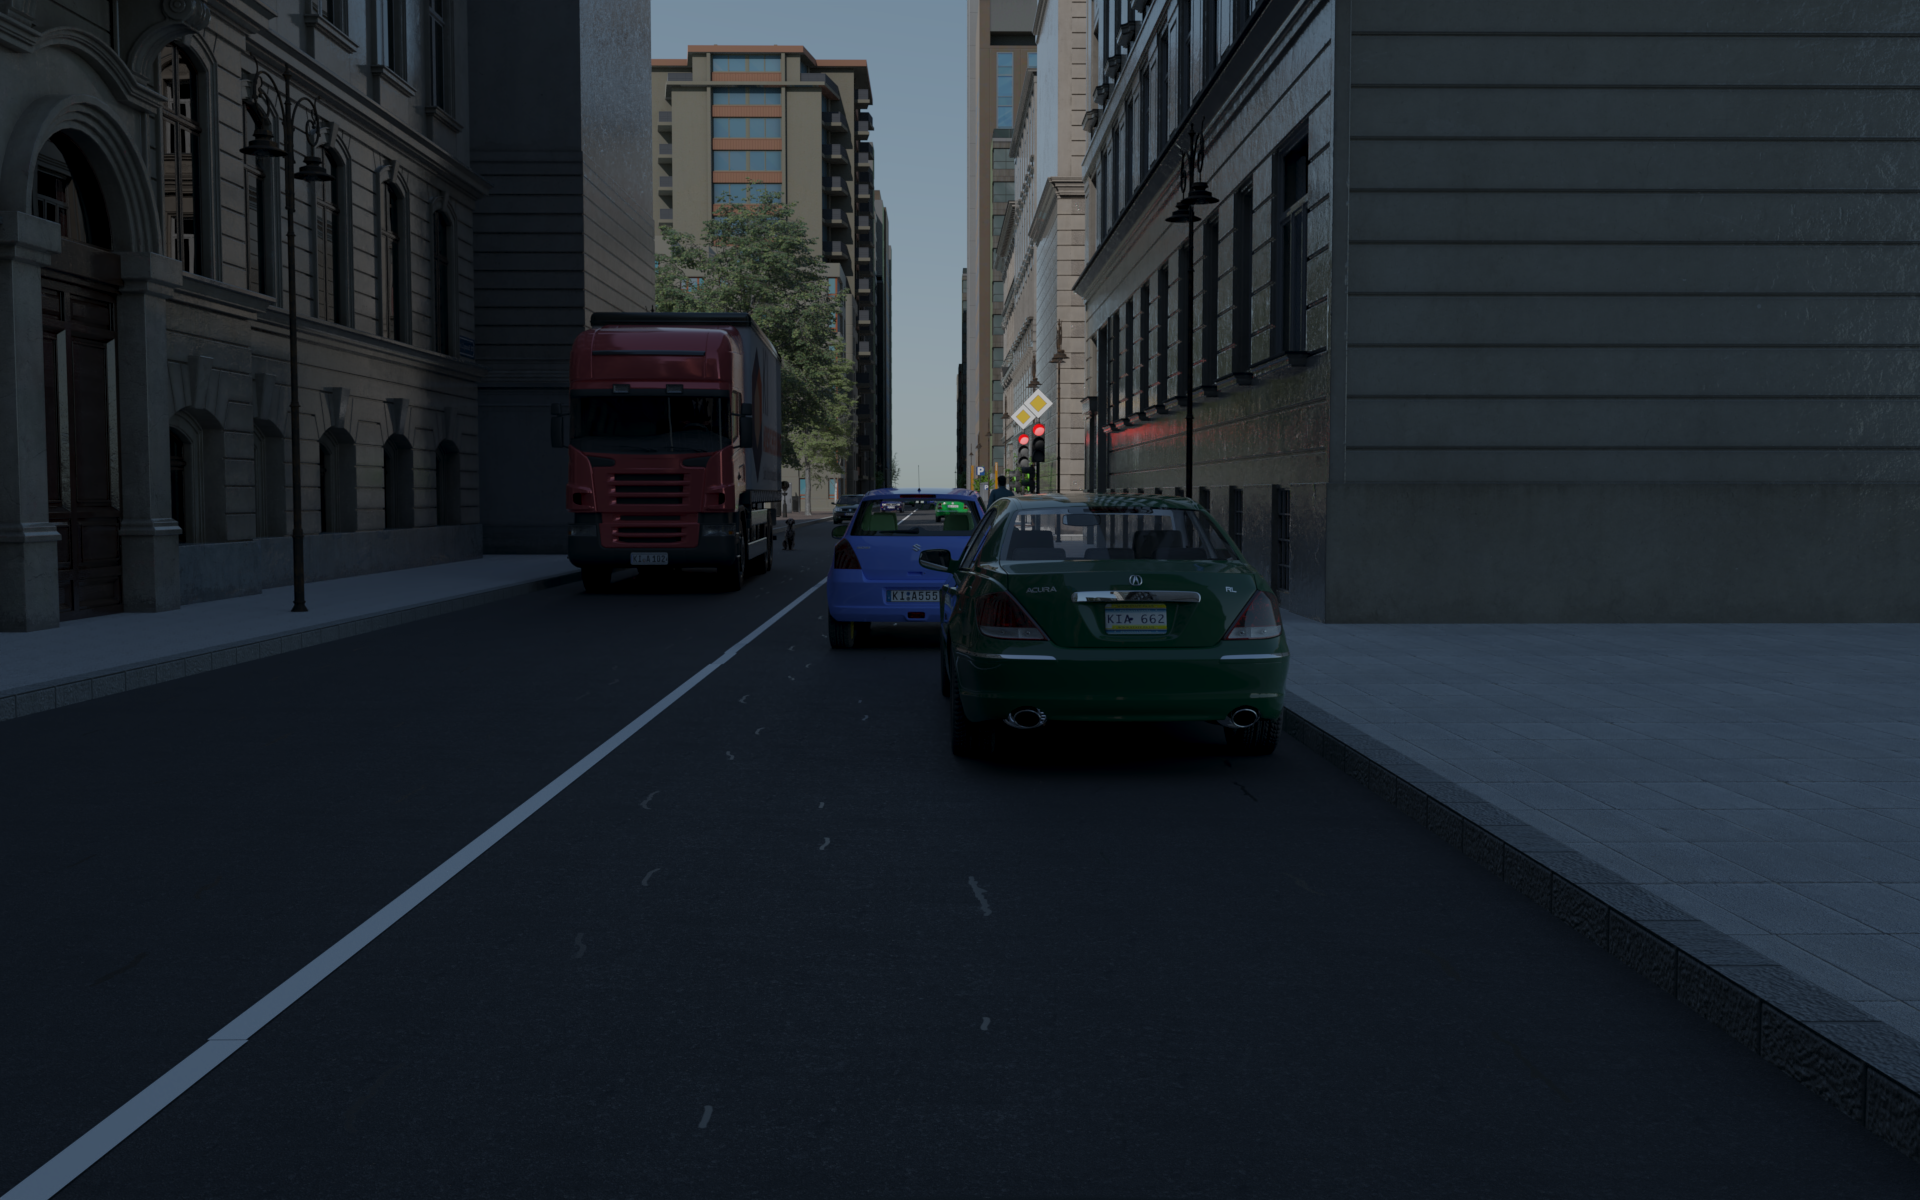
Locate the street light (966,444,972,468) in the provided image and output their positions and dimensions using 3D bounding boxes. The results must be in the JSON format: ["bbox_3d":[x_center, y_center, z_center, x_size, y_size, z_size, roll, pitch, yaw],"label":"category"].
[{"bbox_3d":[1.019,-11.277,157.174,0.468,5.910,1.993,0,4,-1],"label":"street light"}]

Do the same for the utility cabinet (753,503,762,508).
[{"bbox_3d":[-8.316,-3.612,67.728,1.173,1.500,0.318,-1,4,-9],"label":"utility cabinet"}]

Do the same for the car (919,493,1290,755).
[{"bbox_3d":[0.807,0.051,10.964,2.131,1.459,4.920,0,4,-2],"label":"car"}]

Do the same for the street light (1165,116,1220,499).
[{"bbox_3d":[2.886,-2.993,21.719,0.468,5.910,1.993,0,4,-1],"label":"street light"}]

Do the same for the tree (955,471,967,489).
[{"bbox_3d":[0.947,-14.005,212.687,4.285,4.588,4.351,0,3,0],"label":"tree"}]

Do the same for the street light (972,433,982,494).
[{"bbox_3d":[1.396,-9.811,133.193,0.468,5.910,1.993,0,4,-1],"label":"street light"}]

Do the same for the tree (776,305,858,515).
[{"bbox_3d":[-9.471,-11.376,104.121,7.486,12.596,7.792,0,3,0],"label":"tree"}]

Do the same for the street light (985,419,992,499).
[{"bbox_3d":[1.735,-8.068,104.706,0.468,5.910,1.993,0,4,-1],"label":"street light"}]

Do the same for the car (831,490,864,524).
[{"bbox_3d":[-5.186,-4.522,83.717,2.009,1.686,4.222,0,4,0],"label":"car"}]

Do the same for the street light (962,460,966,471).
[{"bbox_3d":[0.729,-12.763,181.461,0.468,5.910,1.993,0,4,-1],"label":"street light"}]

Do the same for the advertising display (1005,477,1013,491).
[{"bbox_3d":[1.811,-3.621,64.416,0.123,1.923,0.974,-1,4,-8],"label":"advertising display"}]

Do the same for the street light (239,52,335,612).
[{"bbox_3d":[-7.211,-2.810,18.733,0.468,5.910,1.993,0,4,-1],"label":"street light"}]

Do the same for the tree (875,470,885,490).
[{"bbox_3d":[-10.578,-13.645,206.816,4.285,4.588,4.351,0,3,0],"label":"tree"}]

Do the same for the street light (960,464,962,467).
[{"bbox_3d":[0.373,-14.236,205.545,0.468,5.910,1.993,0,4,-1],"label":"street light"}]

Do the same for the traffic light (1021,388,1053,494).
[{"bbox_3d":[2.062,-3.504,46.215,0.839,4.253,0.868,0,4,-1],"label":"traffic light"}]

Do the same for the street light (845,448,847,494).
[{"bbox_3d":[-8.623,-9.668,130.851,0.468,5.910,1.993,0,4,-1],"label":"street light"}]

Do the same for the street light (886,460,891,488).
[{"bbox_3d":[-10.065,-16.206,237.761,0.468,5.910,1.993,0,4,-1],"label":"street light"}]

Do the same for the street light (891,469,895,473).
[{"bbox_3d":[-10.391,-17.660,261.534,0.468,5.910,1.993,0,4,-1],"label":"street light"}]

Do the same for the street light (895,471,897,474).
[{"bbox_3d":[-10.665,-19.114,285.308,0.468,5.910,1.993,0,4,-1],"label":"street light"}]

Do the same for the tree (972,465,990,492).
[{"bbox_3d":[1.527,-7.385,115.342,1.663,3.219,1.824,0,3,0],"label":"tree"}]

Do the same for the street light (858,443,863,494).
[{"bbox_3d":[-8.921,-11.122,154.624,0.468,5.910,1.993,0,4,-1],"label":"street light"}]

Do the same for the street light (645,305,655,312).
[{"bbox_3d":[-7.515,-4.264,42.506,0.468,5.910,1.993,0,4,-1],"label":"street light"}]

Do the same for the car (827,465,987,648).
[{"bbox_3d":[-0.358,-0.477,17.387,1.945,1.707,3.694,0,4,1],"label":"car"}]

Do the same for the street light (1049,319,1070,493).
[{"bbox_3d":[2.617,-4.469,45.854,0.468,5.910,1.993,0,4,-1],"label":"street light"}]

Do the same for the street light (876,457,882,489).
[{"bbox_3d":[-9.832,-14.752,213.987,0.468,5.910,1.993,0,4,-1],"label":"street light"}]

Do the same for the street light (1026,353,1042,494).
[{"bbox_3d":[2.417,-5.136,56.767,0.468,5.910,1.993,0,4,-1],"label":"street light"}]

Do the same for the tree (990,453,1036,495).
[{"bbox_3d":[2.417,-4.544,68.894,1.663,3.219,1.824,0,3,0],"label":"tree"}]

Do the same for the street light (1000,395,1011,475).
[{"bbox_3d":[2.123,-6.590,80.541,0.468,5.910,1.993,0,4,-1],"label":"street light"}]

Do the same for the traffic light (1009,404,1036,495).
[{"bbox_3d":[1.956,-3.993,54.200,0.839,4.253,0.868,0,4,-1],"label":"traffic light"}]

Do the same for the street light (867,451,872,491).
[{"bbox_3d":[-9.300,-12.586,178.560,0.468,5.910,1.993,0,4,-1],"label":"street light"}]

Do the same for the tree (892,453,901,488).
[{"bbox_3d":[-11.601,-20.720,289.140,4.737,8.622,4.395,0,3,0],"label":"tree"}]
